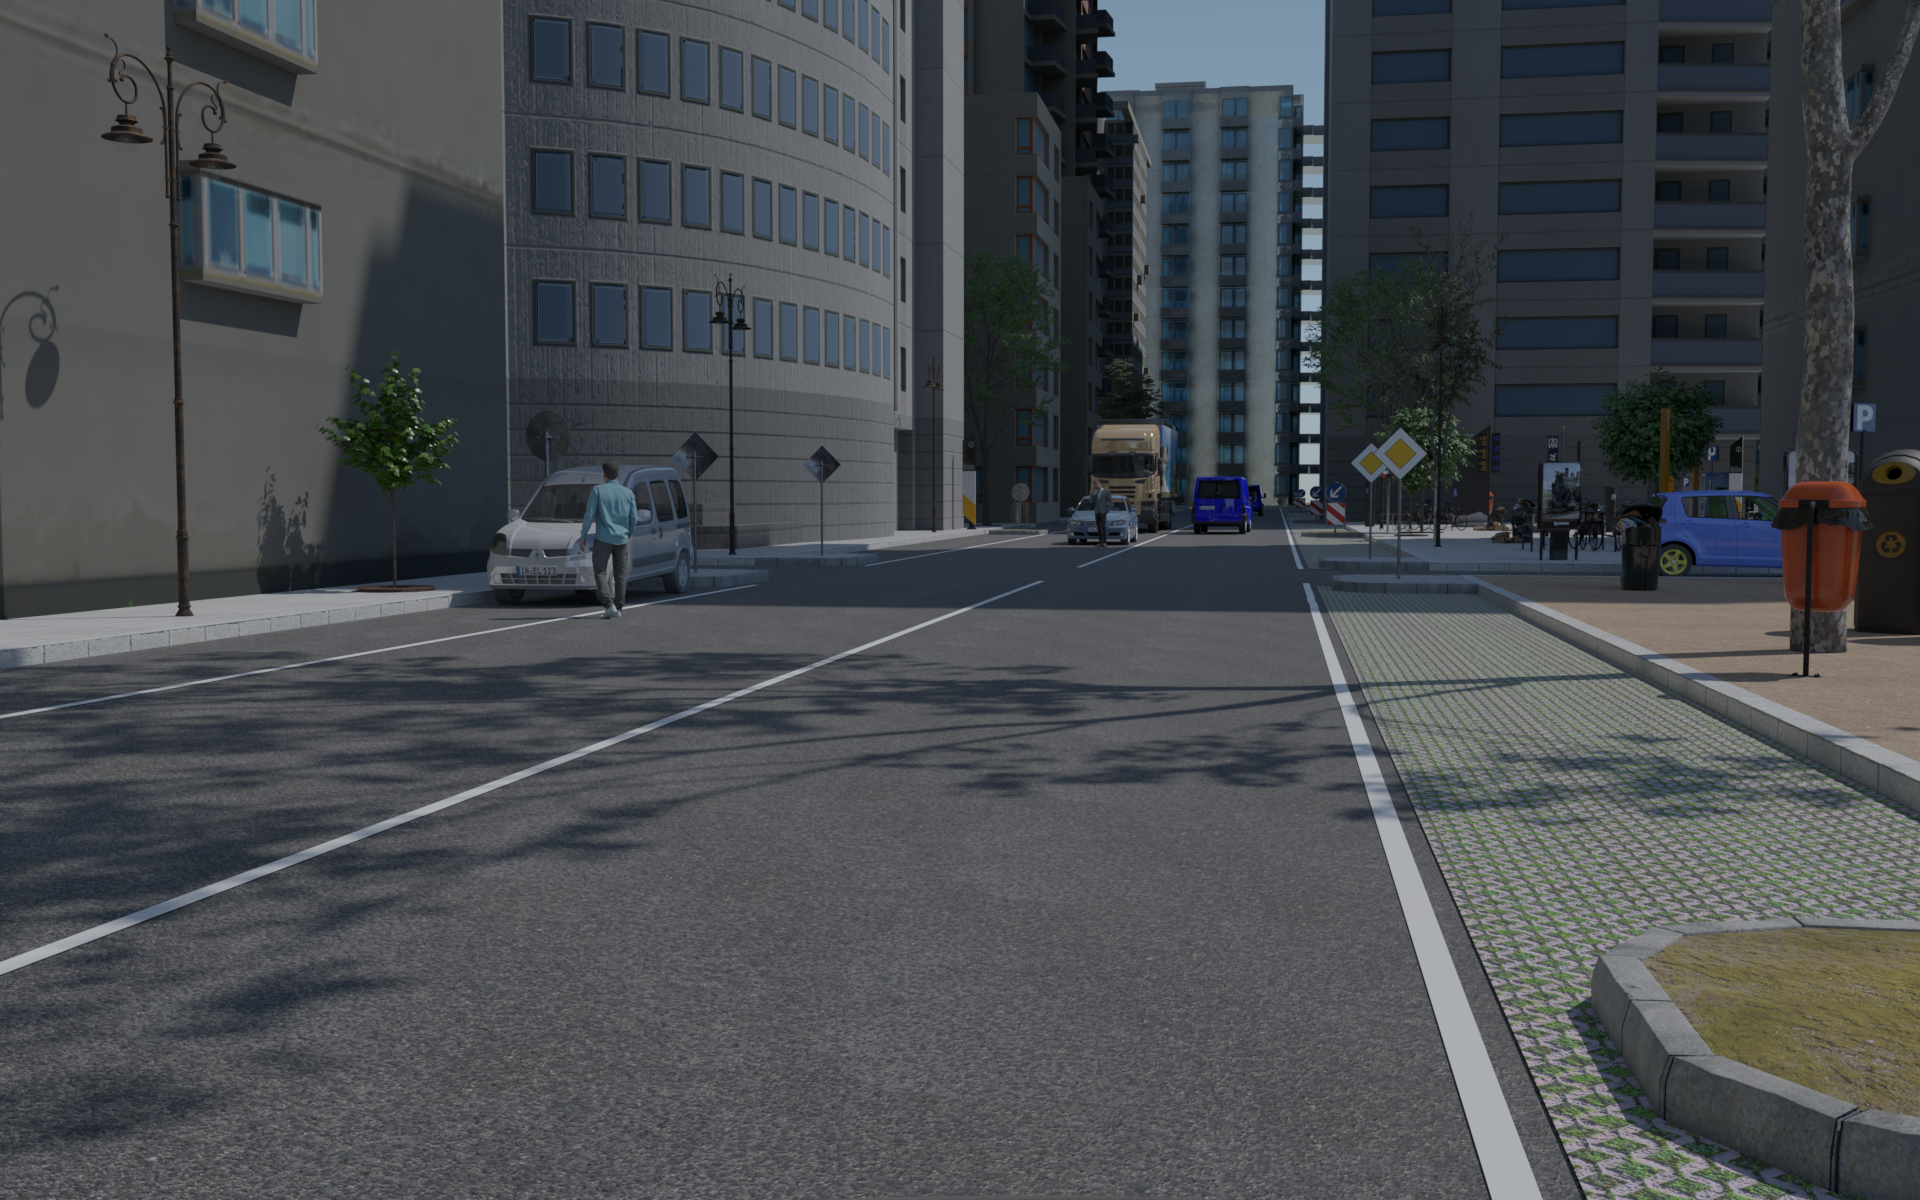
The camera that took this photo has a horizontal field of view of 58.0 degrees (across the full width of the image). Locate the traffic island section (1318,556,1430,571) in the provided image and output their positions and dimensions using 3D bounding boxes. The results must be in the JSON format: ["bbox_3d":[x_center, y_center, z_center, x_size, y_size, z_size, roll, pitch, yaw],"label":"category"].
[{"bbox_3d":[8.073,-0.718,34.016,2.009,0.180,2.903,1,4,10],"label":"traffic island section"}]

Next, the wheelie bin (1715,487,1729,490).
[{"bbox_3d":[32.151,-3.977,72.925,0.980,1.594,0.693,0,4,-2],"label":"wheelie bin"}]

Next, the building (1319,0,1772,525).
[{"bbox_3d":[29.688,-33.509,89.867,21.231,58.520,28.212,1,4,10],"label":"building"}]

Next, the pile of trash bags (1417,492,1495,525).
[{"bbox_3d":[20.984,-3.878,73.153,1.912,1.369,3.447,-3,5,-42],"label":"pile of trash bags"}]

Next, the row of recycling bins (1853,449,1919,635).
[{"bbox_3d":[9.198,-0.474,14.857,1.069,1.692,3.534,-1,4,-16],"label":"row of recycling bins"}]

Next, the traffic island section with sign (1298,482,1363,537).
[{"bbox_3d":[12.493,-3.033,58.217,1.989,1.847,2.006,1,4,10],"label":"traffic island section with sign"}]

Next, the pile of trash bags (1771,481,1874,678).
[{"bbox_3d":[7.155,-0.100,11.384,3.447,1.369,1.912,3,5,42],"label":"pile of trash bags"}]

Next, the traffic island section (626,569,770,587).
[{"bbox_3d":[-4.319,-0.359,28.154,2.009,0.180,2.903,1,4,10],"label":"traffic island section"}]

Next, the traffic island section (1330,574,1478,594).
[{"bbox_3d":[6.642,-0.237,26.160,2.009,0.180,2.903,1,4,10],"label":"traffic island section"}]

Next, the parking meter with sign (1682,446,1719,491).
[{"bbox_3d":[26.435,-4.049,62.469,1.738,3.016,0.543,-1,4,-17],"label":"parking meter with sign"}]

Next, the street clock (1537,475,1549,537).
[{"bbox_3d":[17.523,-2.890,51.823,0.471,2.002,0.358,0,3,0],"label":"street clock"}]

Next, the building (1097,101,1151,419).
[{"bbox_3d":[6.204,-29.250,170.118,23.993,40.220,32.217,1,4,10],"label":"building"}]

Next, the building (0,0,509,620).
[{"bbox_3d":[-19.872,-24.195,19.284,21.600,48.544,21.300,1,4,10],"label":"building"}]

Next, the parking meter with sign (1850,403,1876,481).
[{"bbox_3d":[17.086,-2.317,34.140,0.543,3.016,1.738,-1,4,-19],"label":"parking meter with sign"}]

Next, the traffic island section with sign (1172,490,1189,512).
[{"bbox_3d":[20.538,-9.429,162.784,1.989,1.847,2.006,1,4,10],"label":"traffic island section with sign"}]

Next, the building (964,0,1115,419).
[{"bbox_3d":[-0.467,-28.849,126.302,22.147,44.769,28.867,1,4,10],"label":"building"}]

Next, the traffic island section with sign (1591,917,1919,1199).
[{"bbox_3d":[2.654,0.273,4.159,1.989,1.847,2.006,1,4,10],"label":"traffic island section with sign"}]

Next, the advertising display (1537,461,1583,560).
[{"bbox_3d":[11.634,-1.737,33.611,0.974,1.923,0.123,-1,4,-21],"label":"advertising display"}]

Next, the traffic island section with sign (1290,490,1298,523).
[{"bbox_3d":[17.351,-4.666,84.912,1.989,1.847,2.006,1,4,10],"label":"traffic island section with sign"}]

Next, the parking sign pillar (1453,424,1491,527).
[{"bbox_3d":[19.804,-4.806,67.050,1.447,3.967,1.447,0,4,-8],"label":"parking sign pillar"}]

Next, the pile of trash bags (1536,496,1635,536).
[{"bbox_3d":[19.931,-2.758,54.841,3.447,1.369,1.912,3,5,42],"label":"pile of trash bags"}]

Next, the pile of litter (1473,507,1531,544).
[{"bbox_3d":[14.444,-1.930,45.520,1.719,0.858,1.176,-3,5,-42],"label":"pile of litter"}]

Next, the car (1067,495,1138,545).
[{"bbox_3d":[4.179,-2.341,50.283,2.014,1.417,4.499,1,4,10],"label":"car"}]

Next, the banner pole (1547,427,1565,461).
[{"bbox_3d":[22.269,-4.567,64.695,0.401,3.779,0.863,-3,4,-38],"label":"banner pole"}]

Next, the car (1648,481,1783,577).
[{"bbox_3d":[13.400,-1.224,29.601,3.694,1.707,1.945,1,4,11],"label":"car"}]

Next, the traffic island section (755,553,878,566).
[{"bbox_3d":[-2.888,-0.840,36.010,2.009,0.180,2.903,1,4,10],"label":"traffic island section"}]

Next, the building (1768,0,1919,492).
[{"bbox_3d":[75.479,-32.959,162.584,21.600,48.544,21.300,1,4,10],"label":"building"}]

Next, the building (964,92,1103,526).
[{"bbox_3d":[-7.701,-15.072,91.462,27.650,21.520,28.899,1,4,10],"label":"building"}]

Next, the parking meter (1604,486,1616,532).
[{"bbox_3d":[21.778,-3.035,58.040,0.372,1.533,0.369,0,3,0],"label":"parking meter"}]

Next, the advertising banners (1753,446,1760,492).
[{"bbox_3d":[29.343,-4.058,62.541,2.074,3.025,0.090,-3,4,-37],"label":"advertising banners"}]

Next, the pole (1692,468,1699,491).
[{"bbox_3d":[22.286,-3.586,52.472,0.158,3.312,0.155,0,3,0],"label":"pole"}]

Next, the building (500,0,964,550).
[{"bbox_3d":[-12.689,-31.133,51.016,21.231,58.520,28.212,1,4,10],"label":"building"}]

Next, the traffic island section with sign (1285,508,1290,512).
[{"bbox_3d":[26.376,-7.695,134.440,1.989,1.847,2.006,1,4,10],"label":"traffic island section with sign"}]

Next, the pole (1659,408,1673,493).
[{"bbox_3d":[16.726,-2.893,41.136,0.158,3.312,0.155,0,3,0],"label":"pole"}]

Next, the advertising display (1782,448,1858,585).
[{"bbox_3d":[12.084,-1.172,24.370,0.974,1.923,0.123,0,4,4],"label":"advertising display"}]

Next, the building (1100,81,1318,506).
[{"bbox_3d":[25.841,-35.756,204.223,30.456,49.044,23.786,1,4,10],"label":"building"}]

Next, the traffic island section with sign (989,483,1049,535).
[{"bbox_3d":[2.151,-3.252,61.804,1.989,1.847,2.006,1,4,10],"label":"traffic island section with sign"}]

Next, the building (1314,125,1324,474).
[{"bbox_3d":[55.876,-35.447,199.174,30.456,49.044,23.786,1,4,10],"label":"building"}]
